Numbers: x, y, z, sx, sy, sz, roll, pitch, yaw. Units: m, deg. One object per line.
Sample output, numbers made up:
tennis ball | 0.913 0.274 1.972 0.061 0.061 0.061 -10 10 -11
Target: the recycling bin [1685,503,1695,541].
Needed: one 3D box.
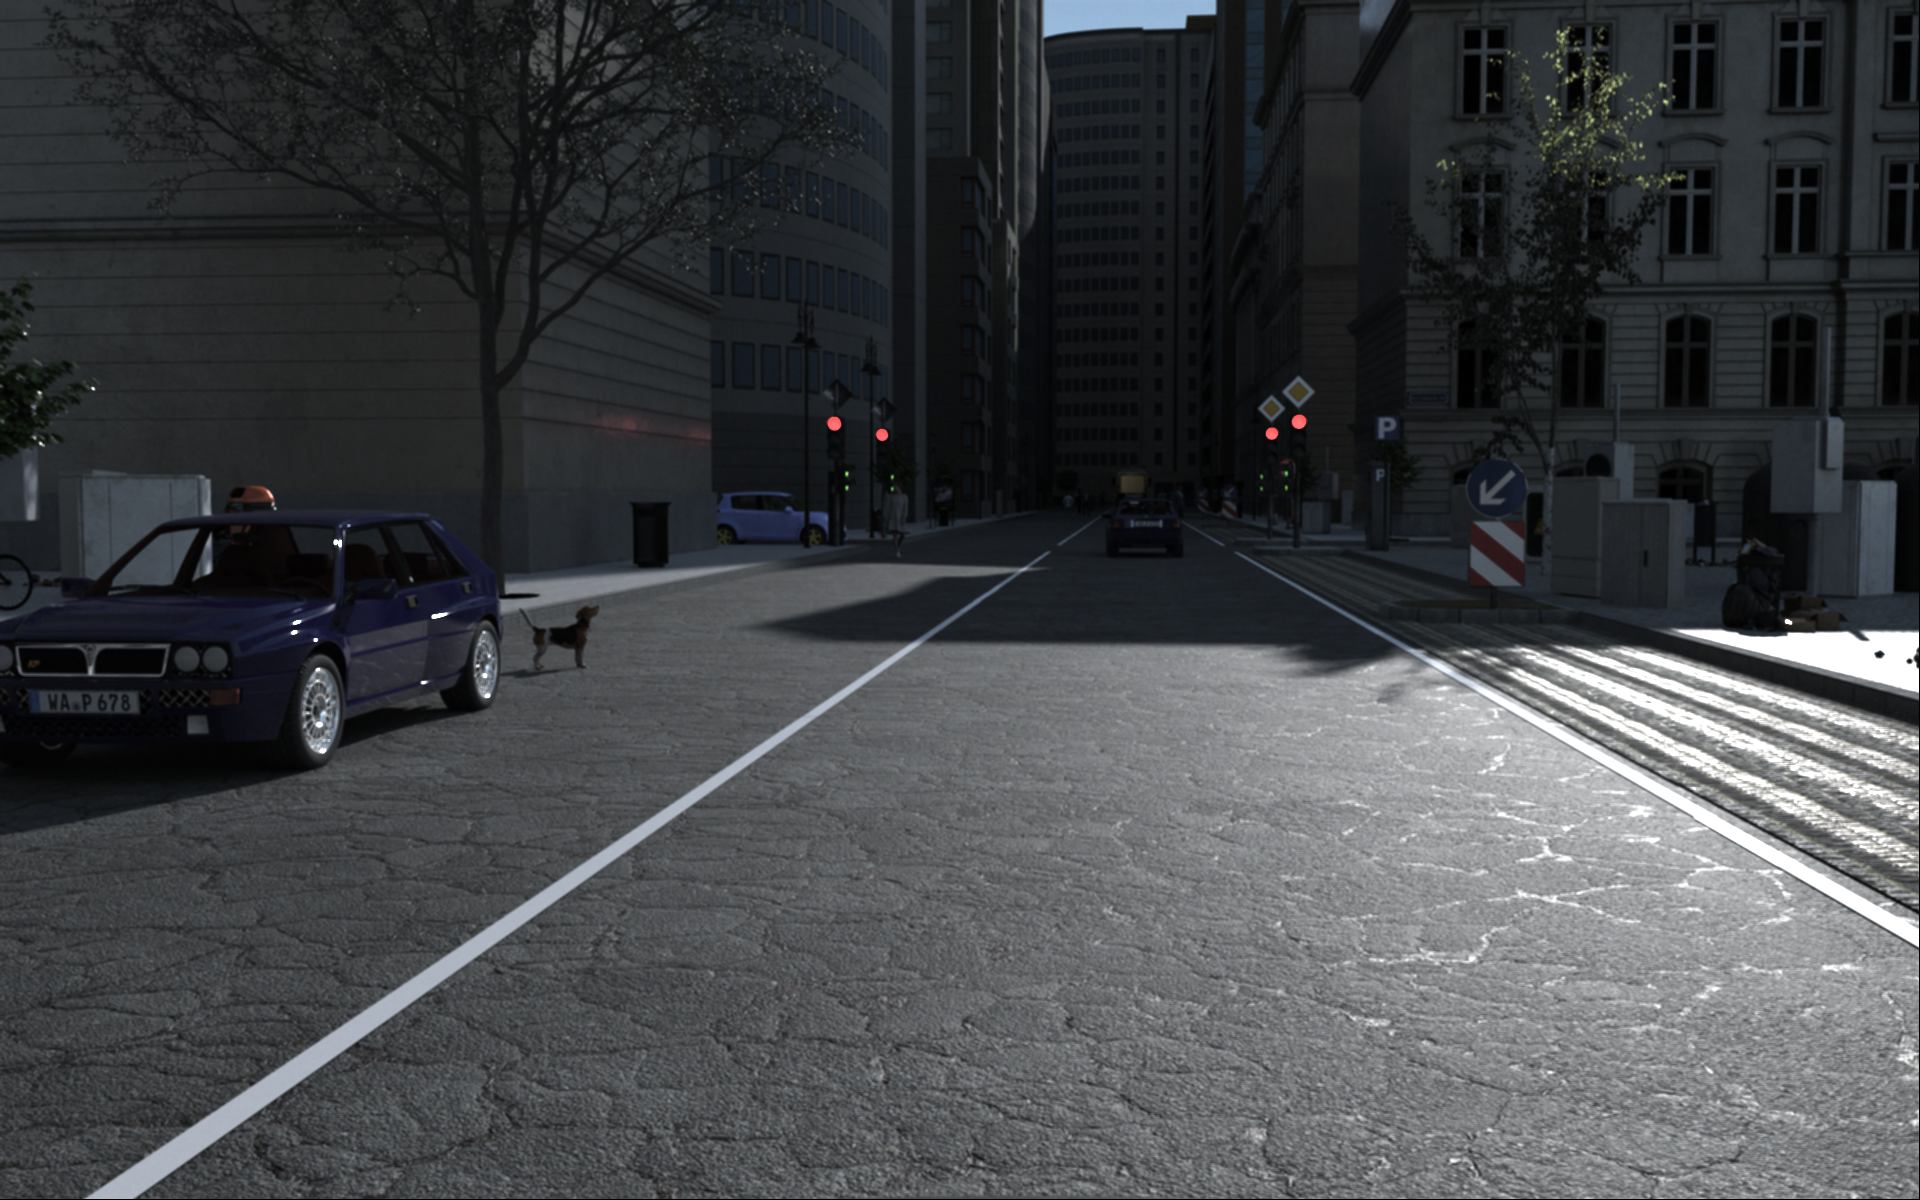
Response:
recycling bin | 20.020 -2.179 48.176 0.722 1.027 0.722 1 4 17

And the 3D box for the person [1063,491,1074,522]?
person | 5.561 -4.792 88.661 0.589 1.601 0.330 1 4 21

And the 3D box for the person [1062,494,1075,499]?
person | 9.423 -8.621 149.978 1.217 1.766 0.721 0 4 8

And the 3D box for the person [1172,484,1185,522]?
person | 8.295 -3.496 65.840 0.419 1.800 0.721 3 5 45

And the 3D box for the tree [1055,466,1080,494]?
tree | 12.510 -13.362 202.174 4.285 4.588 4.351 0 3 0

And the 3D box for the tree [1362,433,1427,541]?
tree | 12.008 -3.247 47.684 1.663 3.219 1.824 0 3 0

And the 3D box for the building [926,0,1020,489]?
building | -2.946 -27.444 132.299 14.154 41.232 14.086 0 4 6

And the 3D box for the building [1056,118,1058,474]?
building | 3.354 -33.141 191.969 14.200 45.320 14.600 0 4 6

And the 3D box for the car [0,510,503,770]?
car | -4.091 0.141 10.282 1.945 1.354 3.894 0 4 4

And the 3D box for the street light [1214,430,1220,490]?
street light | 18.086 -9.150 122.396 0.468 5.910 1.993 0 4 6

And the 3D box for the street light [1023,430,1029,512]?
street light | 4.773 -9.269 124.337 0.468 5.910 1.993 0 4 6

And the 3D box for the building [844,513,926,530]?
building | -13.397 -32.045 65.927 21.231 58.520 28.212 0 4 6

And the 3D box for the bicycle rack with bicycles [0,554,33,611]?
bicycle rack with bicycles | -11.842 -0.298 18.261 2.925 0.926 2.852 1 4 13

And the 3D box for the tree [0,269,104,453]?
tree | -7.469 -1.105 12.670 1.663 3.219 1.824 0 3 0

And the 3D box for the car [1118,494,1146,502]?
car | 10.826 -5.844 107.348 2.131 1.459 4.920 0 4 7

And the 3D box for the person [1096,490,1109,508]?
person | 14.926 -10.552 181.116 1.348 1.812 0.705 1 4 18

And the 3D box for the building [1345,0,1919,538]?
building | 30.547 -14.395 54.441 34.723 24.649 14.460 0 4 6

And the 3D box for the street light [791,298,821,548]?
street light | -3.641 -4.177 41.085 0.468 5.910 1.993 0 4 6

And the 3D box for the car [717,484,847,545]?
car | -4.860 -2.235 46.133 3.694 1.707 1.945 0 4 5

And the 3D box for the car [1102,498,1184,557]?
car | 4.293 -1.710 40.535 1.945 1.354 3.894 0 4 4

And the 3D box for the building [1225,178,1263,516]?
building | 24.259 -16.454 110.824 13.314 21.916 24.055 0 4 6

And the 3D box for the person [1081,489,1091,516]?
person | 8.170 -6.305 111.978 0.661 1.777 0.834 -1 4 -21

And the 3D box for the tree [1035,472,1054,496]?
tree | 7.201 -9.347 147.427 1.663 3.219 1.824 0 3 0

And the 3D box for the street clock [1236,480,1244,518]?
street clock | 14.880 -5.353 92.094 0.471 2.002 0.358 -3 5 -41

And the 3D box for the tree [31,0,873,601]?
tree | -5.656 -6.769 21.043 12.009 13.543 11.850 0 3 0

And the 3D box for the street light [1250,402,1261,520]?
street light | 14.550 -6.896 85.544 0.468 5.910 1.993 0 4 6

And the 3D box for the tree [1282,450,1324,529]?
tree | 12.809 -4.296 64.843 1.663 3.219 1.824 0 3 0

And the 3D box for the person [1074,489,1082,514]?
person | 8.758 -7.288 127.619 0.705 1.831 1.348 2 4 25

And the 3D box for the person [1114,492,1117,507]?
person | 17.503 -11.210 192.728 0.436 1.711 0.756 -1 4 -21

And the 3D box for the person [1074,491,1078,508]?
person | 12.055 -10.346 178.595 0.756 1.711 0.436 -1 4 -17

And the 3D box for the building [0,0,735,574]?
building | -17.367 -15.124 34.672 23.554 28.519 14.401 0 4 6

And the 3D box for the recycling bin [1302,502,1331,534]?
recycling bin | 11.465 -2.640 55.714 0.722 1.027 0.722 3 4 36

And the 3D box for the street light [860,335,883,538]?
street light | -2.577 -4.751 50.474 0.468 5.910 1.993 0 4 6

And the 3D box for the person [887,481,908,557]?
person | -1.437 -1.849 39.484 0.466 1.731 0.760 -1 4 -14

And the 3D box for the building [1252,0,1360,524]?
building | 21.605 -17.676 86.267 12.463 27.353 25.104 0 4 6

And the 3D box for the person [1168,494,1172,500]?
person | 20.026 -9.228 162.574 0.799 1.438 0.628 -3 5 -41

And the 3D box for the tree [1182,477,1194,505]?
tree | 25.674 -12.350 196.525 1.663 3.219 1.824 0 3 0

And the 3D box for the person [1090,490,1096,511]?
person | 11.503 -8.538 148.625 0.750 1.759 0.617 2 4 29

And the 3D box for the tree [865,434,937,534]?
tree | -1.992 -3.725 55.501 1.663 3.219 1.824 0 3 0

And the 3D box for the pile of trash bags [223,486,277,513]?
pile of trash bags | -9.096 -0.667 20.657 3.447 1.369 1.912 3 5 41

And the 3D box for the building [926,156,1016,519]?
building | -11.371 -15.881 104.691 27.650 21.520 28.899 0 4 6

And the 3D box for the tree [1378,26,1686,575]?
tree | 9.095 -4.705 27.294 4.360 8.622 3.978 0 3 0

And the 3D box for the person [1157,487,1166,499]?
person | 11.238 -5.371 96.501 0.511 1.800 0.466 1 4 12

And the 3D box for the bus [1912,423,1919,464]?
bus | 31.018 -2.928 42.733 13.247 3.499 2.948 0 4 7

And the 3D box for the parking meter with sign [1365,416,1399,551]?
parking meter with sign | 9.554 -2.643 39.470 0.543 3.016 1.738 0 4 4

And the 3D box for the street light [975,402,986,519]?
street light | 1.019 -7.005 87.324 0.468 5.910 1.993 0 4 6

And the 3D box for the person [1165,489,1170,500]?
person | 17.622 -8.523 147.849 0.705 1.824 1.348 -1 4 -13

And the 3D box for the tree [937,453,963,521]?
tree | -0.650 -5.331 81.771 1.663 3.219 1.824 0 3 0
